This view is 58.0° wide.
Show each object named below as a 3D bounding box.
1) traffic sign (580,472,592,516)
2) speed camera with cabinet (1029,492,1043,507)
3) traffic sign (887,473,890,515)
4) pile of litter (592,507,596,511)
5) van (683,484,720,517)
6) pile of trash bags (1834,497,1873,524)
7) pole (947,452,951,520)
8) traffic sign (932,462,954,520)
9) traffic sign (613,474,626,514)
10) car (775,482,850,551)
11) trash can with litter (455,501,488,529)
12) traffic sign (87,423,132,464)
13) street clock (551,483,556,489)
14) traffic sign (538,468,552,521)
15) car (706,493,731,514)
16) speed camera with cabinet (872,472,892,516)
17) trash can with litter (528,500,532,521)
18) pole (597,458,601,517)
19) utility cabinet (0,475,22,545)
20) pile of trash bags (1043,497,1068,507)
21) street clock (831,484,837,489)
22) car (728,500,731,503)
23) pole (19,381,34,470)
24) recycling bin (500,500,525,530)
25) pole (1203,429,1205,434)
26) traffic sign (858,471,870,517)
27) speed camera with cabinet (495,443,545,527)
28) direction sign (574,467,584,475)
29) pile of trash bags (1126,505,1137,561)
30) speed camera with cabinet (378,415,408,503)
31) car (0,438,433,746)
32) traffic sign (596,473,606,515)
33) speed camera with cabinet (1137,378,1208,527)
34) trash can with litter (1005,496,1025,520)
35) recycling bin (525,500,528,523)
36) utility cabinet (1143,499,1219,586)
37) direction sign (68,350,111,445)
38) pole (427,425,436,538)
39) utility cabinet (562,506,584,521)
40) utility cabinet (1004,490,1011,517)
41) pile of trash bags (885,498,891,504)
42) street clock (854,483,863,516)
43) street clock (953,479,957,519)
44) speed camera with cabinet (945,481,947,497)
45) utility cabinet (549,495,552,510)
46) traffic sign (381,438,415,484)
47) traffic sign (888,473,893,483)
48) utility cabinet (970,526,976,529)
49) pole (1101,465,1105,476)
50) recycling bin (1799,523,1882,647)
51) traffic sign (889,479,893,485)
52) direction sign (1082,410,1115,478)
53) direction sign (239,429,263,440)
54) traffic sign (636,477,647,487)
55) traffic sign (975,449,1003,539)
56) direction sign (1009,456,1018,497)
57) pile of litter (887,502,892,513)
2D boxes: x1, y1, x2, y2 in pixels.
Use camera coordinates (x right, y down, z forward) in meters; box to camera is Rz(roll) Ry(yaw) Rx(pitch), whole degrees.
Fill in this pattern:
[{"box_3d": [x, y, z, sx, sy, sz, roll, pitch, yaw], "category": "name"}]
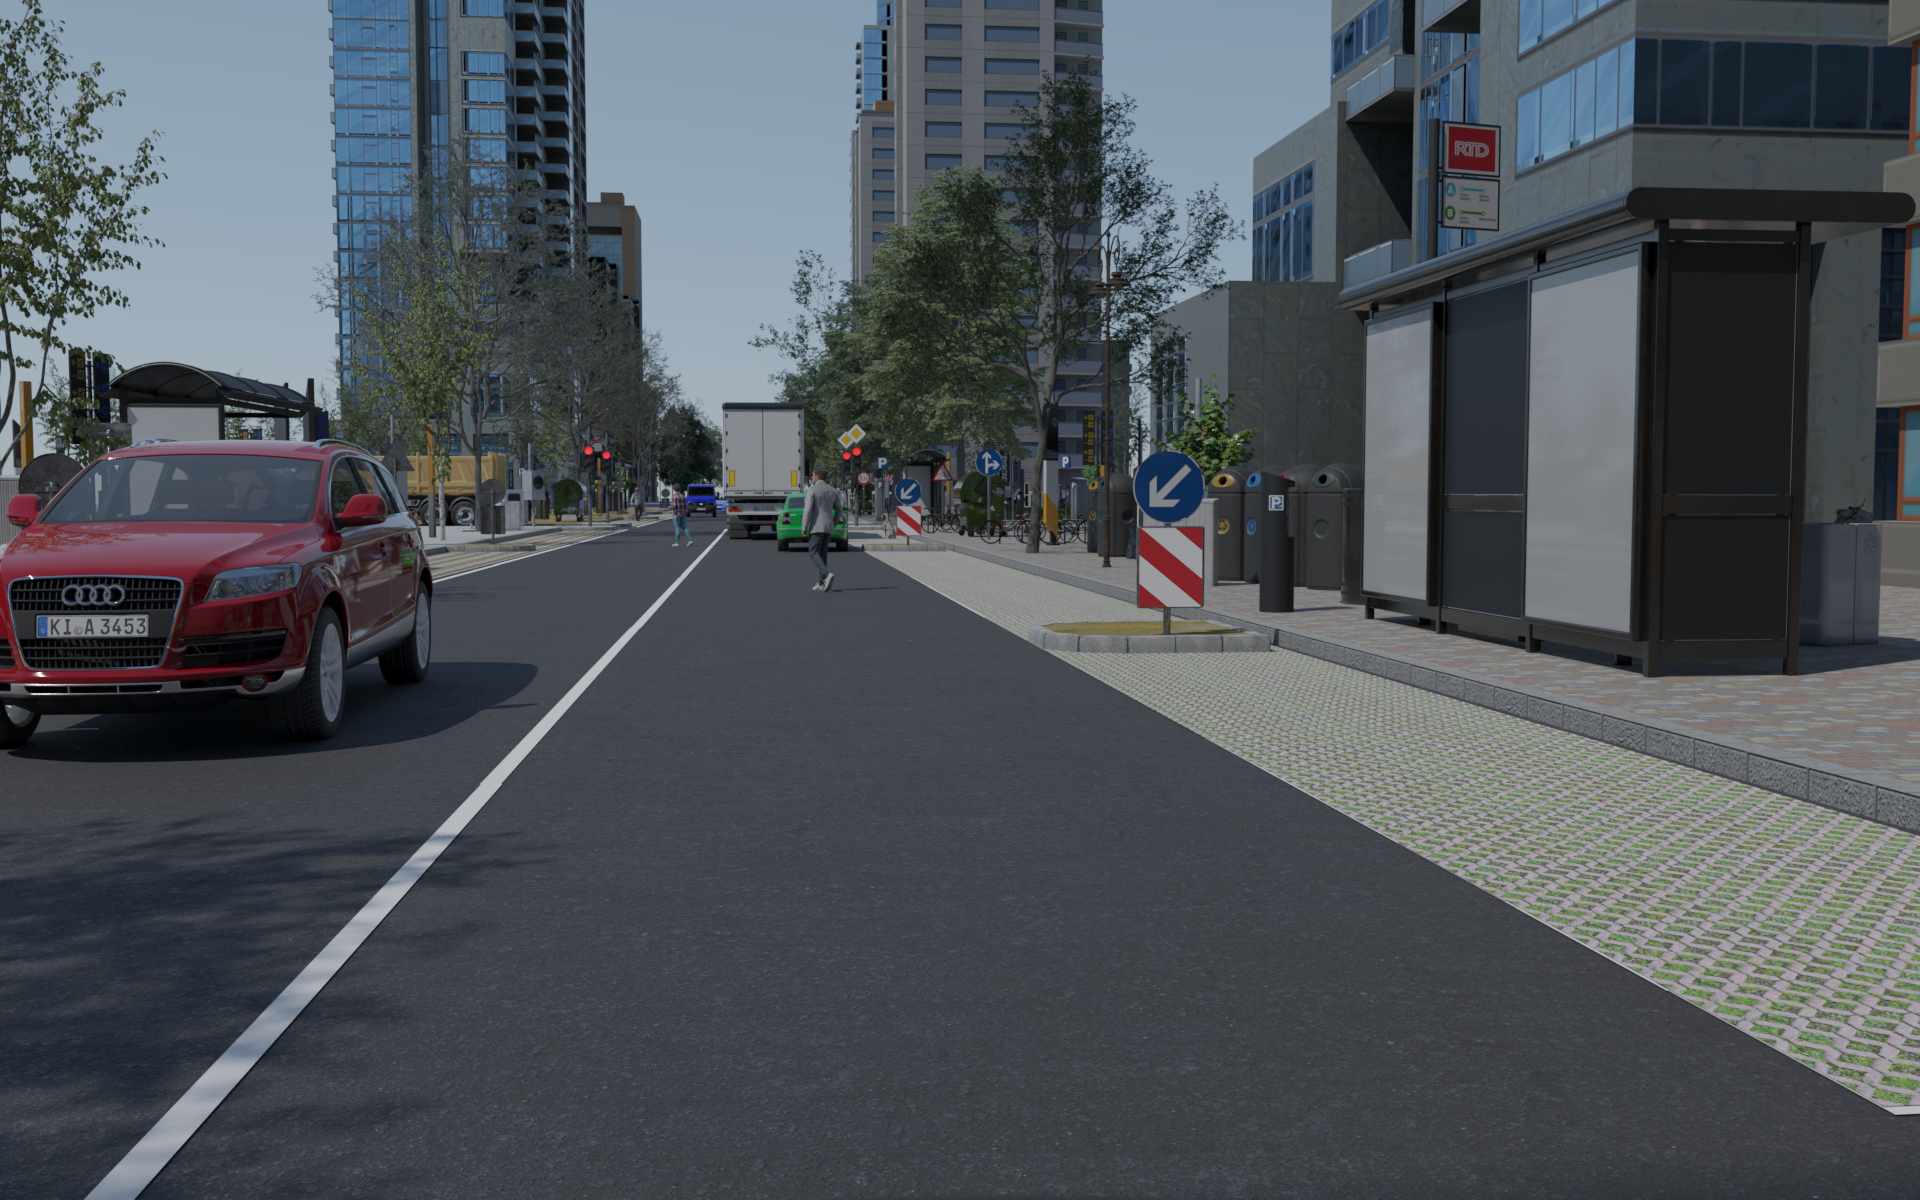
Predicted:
[{"box_3d": [-21.391, -6.054, 99.097, 0.768, 2.556, 0.104, 0, 4, 0], "category": "traffic sign"}, {"box_3d": [5.598, -7.578, 118.242, 2.038, 3.252, 0.660, -1, 4, -16], "category": "speed camera with cabinet"}, {"box_3d": [-4.359, -6.480, 105.959, 0.884, 2.594, 0.081, 0, 4, -2], "category": "traffic sign"}, {"box_3d": [-28.021, -7.405, 135.042, 1.719, 0.858, 1.176, 0, 4, -7], "category": "pile of litter"}, {"box_3d": [-16.131, -6.336, 107.981, 2.240, 2.365, 5.245, -1, 4, -8], "category": "van"}, {"box_3d": [16.093, -1.225, 29.776, 1.912, 1.369, 3.447, 3, 5, 41], "category": "pile of trash bags"}, {"box_3d": [-0.539, -5.522, 84.131, 0.158, 3.312, 0.155, 0, 3, 0], "category": "pole"}, {"box_3d": [-0.697, -4.278, 69.952, 0.884, 2.594, 0.081, 0, 4, 2], "category": "traffic sign"}, {"box_3d": [-21.749, -6.748, 110.332, 0.884, 2.594, 0.081, 0, 4, -6], "category": "traffic sign"}, {"box_3d": [-3.808, -2.196, 44.700, 1.959, 1.807, 4.718, 0, 4, -5], "category": "car"}, {"box_3d": [-17.378, -3.214, 63.600, 1.678, 1.210, 2.233, -3, 5, -43], "category": "trash can with litter"}, {"box_3d": [-12.210, -1.394, 24.915, 0.606, 2.300, 0.079, 0, 4, -6], "category": "traffic sign"}, {"box_3d": [-26.115, -6.557, 111.784, 0.358, 2.002, 0.471, 3, 5, 42], "category": "street clock"}, {"box_3d": [-20.097, -5.109, 83.636, 0.768, 2.556, 0.104, 0, 4, 1], "category": "traffic sign"}, {"box_3d": [-17.678, -7.122, 126.042, 1.945, 1.707, 3.694, -1, 4, -8], "category": "car"}, {"box_3d": [-4.696, -6.590, 102.079, 0.660, 3.252, 2.038, -1, 4, -15], "category": "speed camera with cabinet"}, {"box_3d": [-20.436, -4.262, 81.074, 0.624, 1.170, 1.055, -3, 4, -37], "category": "trash can with litter"}, {"box_3d": [-20.418, -6.372, 98.018, 0.158, 3.312, 0.155, 0, 3, 0], "category": "pole"}, {"box_3d": [-11.161, -0.717, 20.406, 1.173, 1.500, 0.318, -1, 4, -17], "category": "utility cabinet"}, {"box_3d": [7.055, -7.090, 125.674, 1.912, 1.369, 3.447, -1, 4, -20], "category": "pile of trash bags"}, {"box_3d": [-9.346, -7.577, 128.458, 0.471, 2.002, 0.358, 3, 5, 44], "category": "street clock"}, {"box_3d": [-24.590, -10.719, 187.843, 1.945, 1.354, 3.894, 0, 4, -5], "category": "car"}, {"box_3d": [-16.868, -2.294, 31.354, 0.158, 3.312, 0.155, 0, 3, 0], "category": "pole"}, {"box_3d": [-16.006, -3.008, 61.730, 0.722, 1.027, 0.722, -1, 4, -10], "category": "recycling bin"}, {"box_3d": [7.012, -3.398, 49.401, 0.158, 3.312, 0.155, 0, 3, 0], "category": "pole"}, {"box_3d": [-5.376, -5.911, 96.746, 0.768, 2.556, 0.104, 0, 4, 2], "category": "traffic sign"}, {"box_3d": [-17.002, -4.441, 66.944, 0.660, 3.252, 2.038, 2, 4, 34], "category": "speed camera with cabinet"}, {"box_3d": [-31.319, -9.196, 142.345, 0.876, 3.537, 0.379, 1, 4, 9], "category": "direction sign"}, {"box_3d": [4.945, -1.470, 33.784, 3.447, 1.369, 1.912, 1, 4, 8], "category": "pile of trash bags"}, {"box_3d": [-14.936, -3.004, 43.450, 2.038, 3.252, 0.660, 1, 4, 10], "category": "speed camera with cabinet"}, {"box_3d": [-4.896, -0.181, 11.634, 2.281, 1.827, 5.304, 0, 4, -8], "category": "car"}, {"box_3d": [-21.522, -6.358, 104.052, 0.768, 2.556, 0.104, 0, 4, 1], "category": "traffic sign"}, {"box_3d": [3.718, -2.199, 30.283, 0.660, 3.252, 2.038, -1, 4, -15], "category": "speed camera with cabinet"}, {"box_3d": [2.502, -4.237, 80.667, 0.624, 1.170, 1.055, 3, 5, 43], "category": "trash can with litter"}, {"box_3d": [-19.554, -3.907, 76.425, 0.722, 1.027, 0.722, 3, 4, 39], "category": "recycling bin"}, {"box_3d": [3.094, -0.804, 24.313, 1.020, 1.237, 0.306, 1, 4, 22], "category": "utility cabinet"}, {"box_3d": [-13.842, -2.179, 27.624, 0.379, 3.537, 0.876, 1, 4, 13], "category": "direction sign"}, {"box_3d": [-15.517, -3.488, 50.865, 0.158, 3.312, 0.155, 0, 3, 0], "category": "pole"}, {"box_3d": [-18.476, -4.509, 82.405, 1.173, 1.500, 0.318, 1, 4, 17], "category": "utility cabinet"}, {"box_3d": [2.258, -5.403, 97.018, 1.173, 1.500, 0.318, -2, 4, -26], "category": "utility cabinet"}, {"box_3d": [-6.352, -8.112, 142.387, 3.447, 1.369, 1.912, 0, 4, -4], "category": "pile of trash bags"}, {"box_3d": [-5.845, -5.815, 99.647, 0.471, 2.002, 0.358, 0, 4, -2], "category": "street clock"}, {"box_3d": [-0.142, -4.958, 85.636, 0.358, 2.002, 0.471, -3, 4, -36], "category": "street clock"}, {"box_3d": [-1.844, -9.032, 142.013, 2.038, 3.252, 0.660, 1, 4, 21], "category": "speed camera with cabinet"}, {"box_3d": [-32.918, -7.736, 137.637, 1.020, 1.237, 0.306, 2, 4, 24], "category": "utility cabinet"}, {"box_3d": [-13.195, -2.478, 40.519, 0.884, 2.594, 0.081, 0, 4, -4], "category": "traffic sign"}, {"box_3d": [-3.966, -6.397, 104.702, 0.768, 2.556, 0.104, 0, 4, -1], "category": "traffic sign"}, {"box_3d": [0.608, -3.211, 63.667, 0.306, 1.237, 1.020, 1, 4, 13], "category": "utility cabinet"}, {"box_3d": [4.196, -3.457, 50.367, 0.158, 3.312, 0.155, 0, 3, 0], "category": "pole"}, {"box_3d": [7.407, -0.147, 14.960, 0.722, 1.027, 0.722, -2, 4, -25], "category": "recycling bin"}, {"box_3d": [-3.869, -6.362, 104.015, 0.884, 2.594, 0.081, 0, 4, -1], "category": "traffic sign"}, {"box_3d": [3.742, -3.371, 47.110, 0.876, 3.537, 0.379, -1, 4, -18], "category": "direction sign"}, {"box_3d": [-24.541, -4.161, 60.033, 0.876, 3.537, 0.379, 1, 4, 12], "category": "direction sign"}, {"box_3d": [-23.275, -7.735, 126.565, 0.768, 2.556, 0.104, 0, 4, 2], "category": "traffic sign"}, {"box_3d": [0.819, -2.987, 48.936, 0.768, 2.556, 0.104, 0, 4, 3], "category": "traffic sign"}, {"box_3d": [3.071, -6.823, 103.552, 0.876, 3.537, 0.379, -2, 4, -28], "category": "direction sign"}, {"box_3d": [-4.495, -6.234, 115.891, 1.176, 0.858, 1.719, 0, 4, 1], "category": "pile of litter"}]
